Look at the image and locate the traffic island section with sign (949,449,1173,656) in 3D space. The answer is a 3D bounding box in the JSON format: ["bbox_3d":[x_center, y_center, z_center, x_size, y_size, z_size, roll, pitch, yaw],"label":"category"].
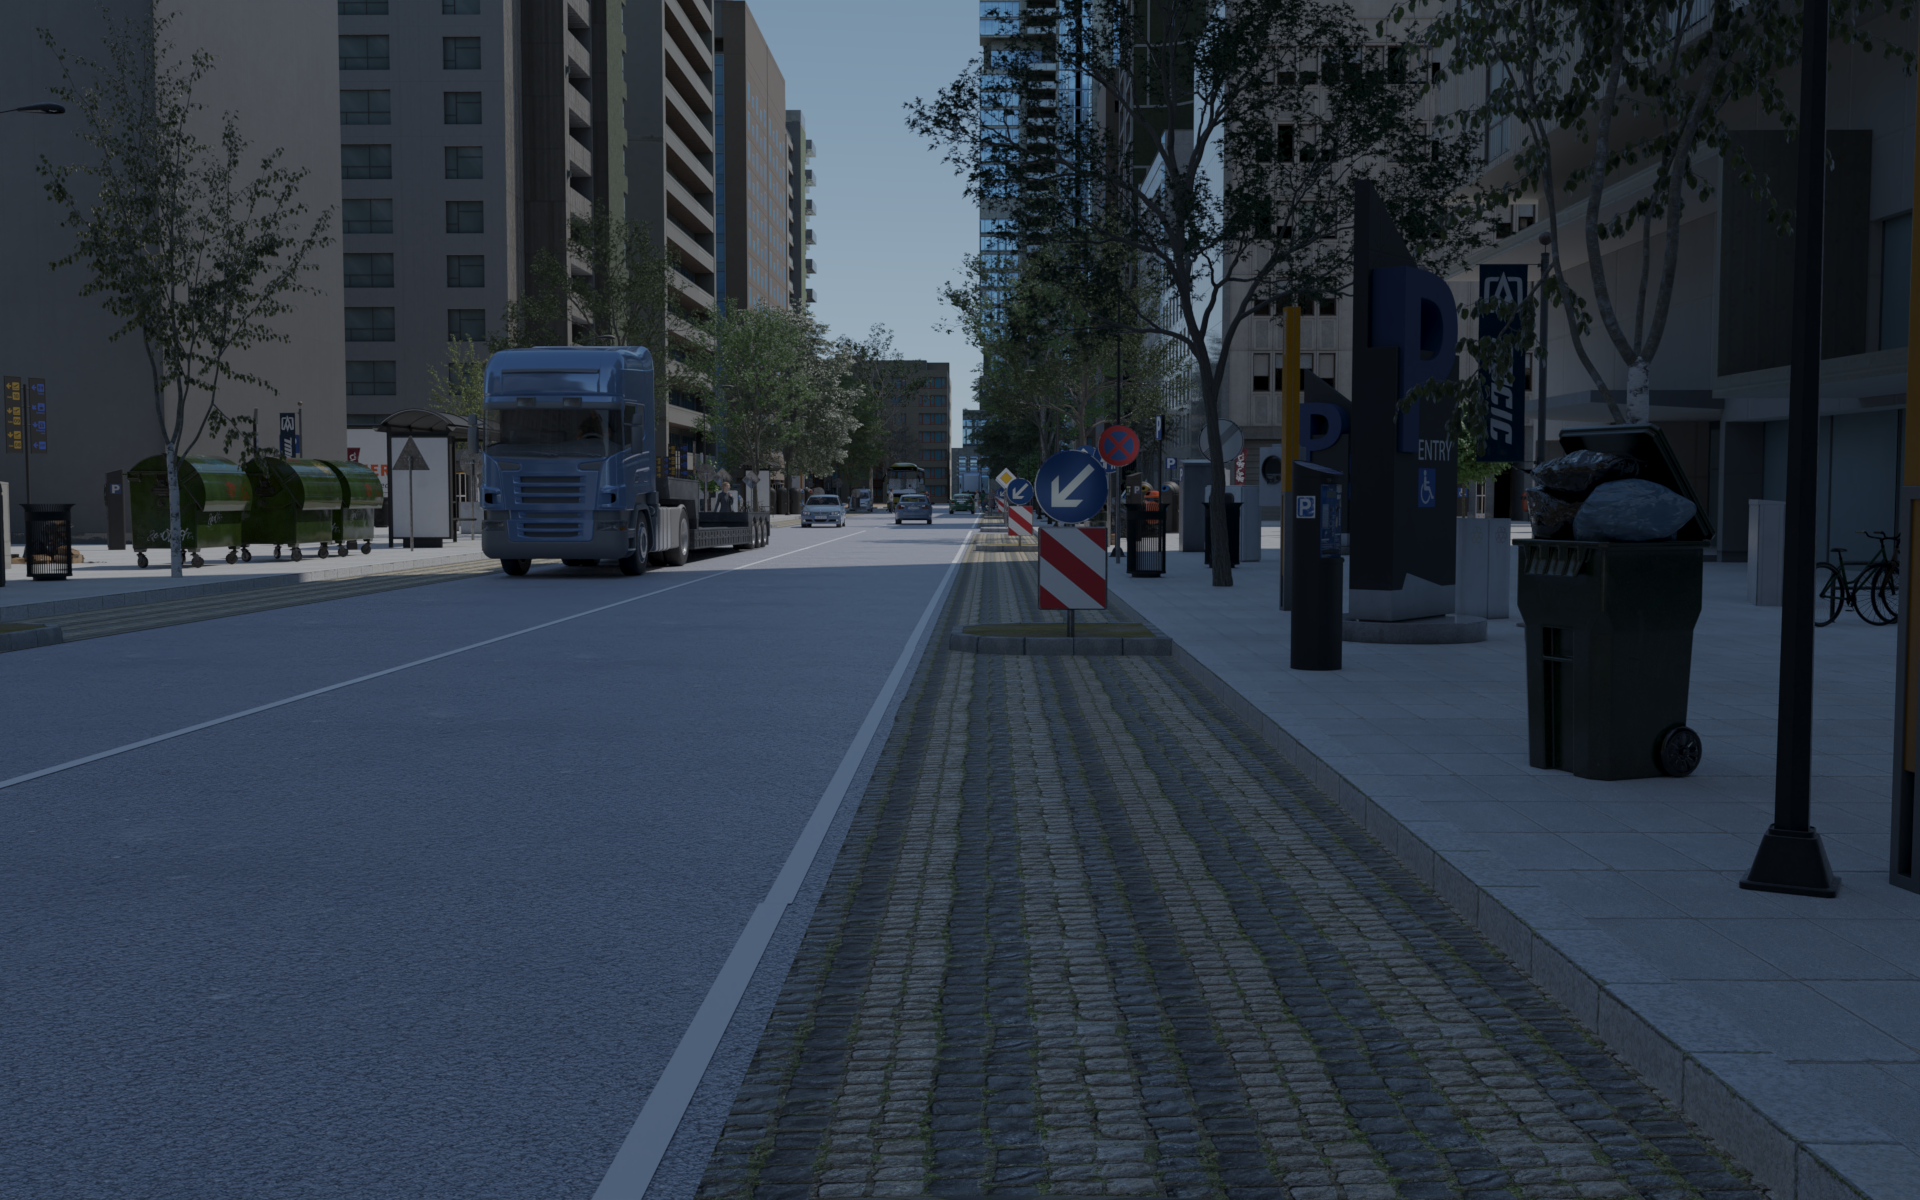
[{"bbox_3d":[0.903,-0.463,16.202,1.989,1.847,2.006,0,4,1],"label":"traffic island section with sign"}]

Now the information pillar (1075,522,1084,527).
[{"bbox_3d":[3.242,-2.637,47.606,0.304,2.012,0.304,3,4,38],"label":"information pillar"}]

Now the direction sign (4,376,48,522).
[{"bbox_3d":[-18.065,-2.542,33.555,0.379,3.537,0.876,2,4,23],"label":"direction sign"}]

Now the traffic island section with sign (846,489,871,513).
[{"bbox_3d":[-7.648,-7.312,128.172,1.989,1.847,2.006,0,4,1],"label":"traffic island section with sign"}]

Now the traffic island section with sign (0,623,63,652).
[{"bbox_3d":[-9.627,-0.461,16.162,1.989,1.847,2.006,0,4,1],"label":"traffic island section with sign"}]

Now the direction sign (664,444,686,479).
[{"bbox_3d":[-12.667,-5.248,77.797,0.876,3.537,0.379,0,4,5],"label":"direction sign"}]

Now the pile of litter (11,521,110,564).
[{"bbox_3d":[-16.800,-1.108,32.080,1.719,0.858,1.176,0,4,4],"label":"pile of litter"}]

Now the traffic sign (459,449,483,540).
[{"bbox_3d":[-13.519,-2.929,47.995,0.768,2.556,0.104,1,4,10],"label":"traffic sign"}]

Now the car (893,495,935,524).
[{"bbox_3d":[-2.207,-4.348,83.085,2.014,1.417,4.499,0,4,0],"label":"car"}]

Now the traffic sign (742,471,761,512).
[{"bbox_3d":[-8.900,-4.299,73.933,0.795,2.450,0.064,0,4,1],"label":"traffic sign"}]

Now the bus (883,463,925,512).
[{"bbox_3d":[-4.363,-9.083,140.057,2.896,3.916,12.252,0,4,2],"label":"bus"}]

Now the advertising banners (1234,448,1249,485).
[{"bbox_3d":[9.927,-4.266,65.944,2.074,3.025,0.090,0,4,4],"label":"advertising banners"}]

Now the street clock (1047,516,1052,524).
[{"bbox_3d":[3.814,-4.215,73.486,0.358,2.002,0.471,1,4,12],"label":"street clock"}]

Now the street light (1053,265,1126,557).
[{"bbox_3d":[2.678,-3.835,35.242,1.470,5.913,1.316,0,4,1],"label":"street light"}]

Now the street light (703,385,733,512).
[{"bbox_3d":[-10.369,-6.204,73.978,1.470,5.913,1.316,0,4,1],"label":"street light"}]

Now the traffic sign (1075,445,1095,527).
[{"bbox_3d":[3.273,-2.751,45.092,0.768,2.556,0.104,0,4,6],"label":"traffic sign"}]

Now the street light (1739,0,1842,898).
[{"bbox_3d":[2.179,-2.016,5.509,1.470,5.913,1.316,0,4,1],"label":"street light"}]

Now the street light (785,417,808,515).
[{"bbox_3d":[-9.822,-8.034,103.893,1.470,5.913,1.316,0,4,1],"label":"street light"}]

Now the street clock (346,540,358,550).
[{"bbox_3d":[-13.971,-2.151,39.733,0.471,2.002,0.358,-3,5,-43],"label":"street clock"}]

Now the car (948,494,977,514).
[{"bbox_3d":[0.169,-6.947,125.380,2.131,1.459,4.920,0,4,2],"label":"car"}]

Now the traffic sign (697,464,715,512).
[{"bbox_3d":[-10.745,-4.477,73.309,0.768,2.556,0.104,0,4,6],"label":"traffic sign"}]

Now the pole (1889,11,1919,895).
[{"bbox_3d":[3.140,-0.714,5.525,0.158,3.312,0.155,0,3,0],"label":"pole"}]

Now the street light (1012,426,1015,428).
[{"bbox_3d":[3.494,-7.044,87.707,1.470,5.913,1.316,0,4,1],"label":"street light"}]

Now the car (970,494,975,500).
[{"bbox_3d":[0.982,-10.823,186.749,2.009,1.686,4.222,0,4,3],"label":"car"}]

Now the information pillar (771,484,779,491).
[{"bbox_3d":[-13.369,-7.297,123.801,0.304,2.012,0.304,-3,5,-44],"label":"information pillar"}]

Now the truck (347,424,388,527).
[{"bbox_3d":[-26.534,-4.990,70.506,11.283,4.237,2.839,0,4,3],"label":"truck"}]

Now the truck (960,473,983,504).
[{"bbox_3d":[1.360,-13.523,210.856,2.967,4.110,18.799,0,4,1],"label":"truck"}]

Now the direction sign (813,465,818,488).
[{"bbox_3d":[-10.435,-8.141,125.099,0.379,3.537,0.876,-2,4,-31],"label":"direction sign"}]

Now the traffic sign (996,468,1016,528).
[{"bbox_3d":[1.751,-3.798,65.740,0.795,2.450,0.064,0,4,1],"label":"traffic sign"}]

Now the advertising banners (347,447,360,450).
[{"bbox_3d":[-23.516,-4.204,64.919,2.074,3.025,0.090,0,4,-7],"label":"advertising banners"}]

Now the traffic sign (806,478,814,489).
[{"bbox_3d":[-11.820,-8.312,136.006,0.768,2.556,0.104,0,4,1],"label":"traffic sign"}]

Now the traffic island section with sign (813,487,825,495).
[{"bbox_3d":[-8.132,-5.602,100.214,1.989,1.847,2.006,0,4,1],"label":"traffic island section with sign"}]

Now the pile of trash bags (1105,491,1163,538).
[{"bbox_3d":[5.127,-2.505,50.702,1.912,1.369,3.447,-1,4,-16],"label":"pile of trash bags"}]

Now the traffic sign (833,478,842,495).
[{"bbox_3d":[-9.832,-8.508,139.217,0.768,2.556,0.104,0,4,2],"label":"traffic sign"}]

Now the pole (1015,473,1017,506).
[{"bbox_3d":[4.671,-9.221,144.609,0.158,3.312,0.155,0,3,0],"label":"pole"}]

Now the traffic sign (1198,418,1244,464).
[{"bbox_3d":[4.390,-1.780,29.213,0.768,2.556,0.104,0,4,3],"label":"traffic sign"}]

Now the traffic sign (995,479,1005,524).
[{"bbox_3d":[1.892,-4.286,73.724,0.795,2.450,0.064,0,4,1],"label":"traffic sign"}]

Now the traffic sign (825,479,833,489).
[{"bbox_3d":[-11.308,-9.120,149.225,0.768,2.556,0.104,1,4,9],"label":"traffic sign"}]

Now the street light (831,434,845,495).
[{"bbox_3d":[-9.466,-9.912,134.594,1.470,5.913,1.316,0,4,1],"label":"street light"}]

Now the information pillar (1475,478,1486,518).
[{"bbox_3d":[21.999,-4.202,73.202,0.304,2.012,0.304,3,5,39],"label":"information pillar"}]

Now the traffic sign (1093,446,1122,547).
[{"bbox_3d":[3.600,-2.555,41.878,0.768,2.556,0.104,1,4,11],"label":"traffic sign"}]

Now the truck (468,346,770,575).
[{"bbox_3d":[-6.594,-2.916,37.437,2.967,4.110,18.799,0,4,2],"label":"truck"}]

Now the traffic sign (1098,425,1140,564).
[{"bbox_3d":[2.922,-1.946,31.928,0.768,2.556,0.104,0,4,5],"label":"traffic sign"}]

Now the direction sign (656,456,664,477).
[{"bbox_3d":[-17.823,-6.833,103.720,0.876,3.537,0.379,-3,5,-44],"label":"direction sign"}]

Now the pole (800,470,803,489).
[{"bbox_3d":[-11.075,-7.774,120.954,0.158,3.312,0.155,0,3,0],"label":"pole"}]

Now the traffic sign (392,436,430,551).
[{"bbox_3d":[-12.256,-2.364,38.663,0.884,2.594,0.081,1,4,8],"label":"traffic sign"}]

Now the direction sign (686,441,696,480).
[{"bbox_3d":[-11.384,-5.030,74.241,0.379,3.537,0.876,0,4,-3],"label":"direction sign"}]

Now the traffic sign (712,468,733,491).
[{"bbox_3d":[-9.041,-3.811,65.949,0.795,2.450,0.064,0,4,1],"label":"traffic sign"}]

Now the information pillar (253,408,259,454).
[{"bbox_3d":[-19.062,-3.400,46.950,0.183,3.616,0.504,-1,4,-16],"label":"information pillar"}]

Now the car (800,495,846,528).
[{"bbox_3d":[-5.909,-3.864,75.186,2.014,1.417,4.499,0,4,-1],"label":"car"}]

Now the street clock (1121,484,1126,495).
[{"bbox_3d":[11.989,-7.495,127.108,0.358,2.002,0.471,-3,5,-44],"label":"street clock"}]

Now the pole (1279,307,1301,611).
[{"bbox_3d":[3.617,-1.537,18.980,0.158,3.312,0.155,0,3,0],"label":"pole"}]

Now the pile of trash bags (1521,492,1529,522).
[{"bbox_3d":[27.566,-4.273,79.614,3.447,1.369,1.912,1,4,10],"label":"pile of trash bags"}]
